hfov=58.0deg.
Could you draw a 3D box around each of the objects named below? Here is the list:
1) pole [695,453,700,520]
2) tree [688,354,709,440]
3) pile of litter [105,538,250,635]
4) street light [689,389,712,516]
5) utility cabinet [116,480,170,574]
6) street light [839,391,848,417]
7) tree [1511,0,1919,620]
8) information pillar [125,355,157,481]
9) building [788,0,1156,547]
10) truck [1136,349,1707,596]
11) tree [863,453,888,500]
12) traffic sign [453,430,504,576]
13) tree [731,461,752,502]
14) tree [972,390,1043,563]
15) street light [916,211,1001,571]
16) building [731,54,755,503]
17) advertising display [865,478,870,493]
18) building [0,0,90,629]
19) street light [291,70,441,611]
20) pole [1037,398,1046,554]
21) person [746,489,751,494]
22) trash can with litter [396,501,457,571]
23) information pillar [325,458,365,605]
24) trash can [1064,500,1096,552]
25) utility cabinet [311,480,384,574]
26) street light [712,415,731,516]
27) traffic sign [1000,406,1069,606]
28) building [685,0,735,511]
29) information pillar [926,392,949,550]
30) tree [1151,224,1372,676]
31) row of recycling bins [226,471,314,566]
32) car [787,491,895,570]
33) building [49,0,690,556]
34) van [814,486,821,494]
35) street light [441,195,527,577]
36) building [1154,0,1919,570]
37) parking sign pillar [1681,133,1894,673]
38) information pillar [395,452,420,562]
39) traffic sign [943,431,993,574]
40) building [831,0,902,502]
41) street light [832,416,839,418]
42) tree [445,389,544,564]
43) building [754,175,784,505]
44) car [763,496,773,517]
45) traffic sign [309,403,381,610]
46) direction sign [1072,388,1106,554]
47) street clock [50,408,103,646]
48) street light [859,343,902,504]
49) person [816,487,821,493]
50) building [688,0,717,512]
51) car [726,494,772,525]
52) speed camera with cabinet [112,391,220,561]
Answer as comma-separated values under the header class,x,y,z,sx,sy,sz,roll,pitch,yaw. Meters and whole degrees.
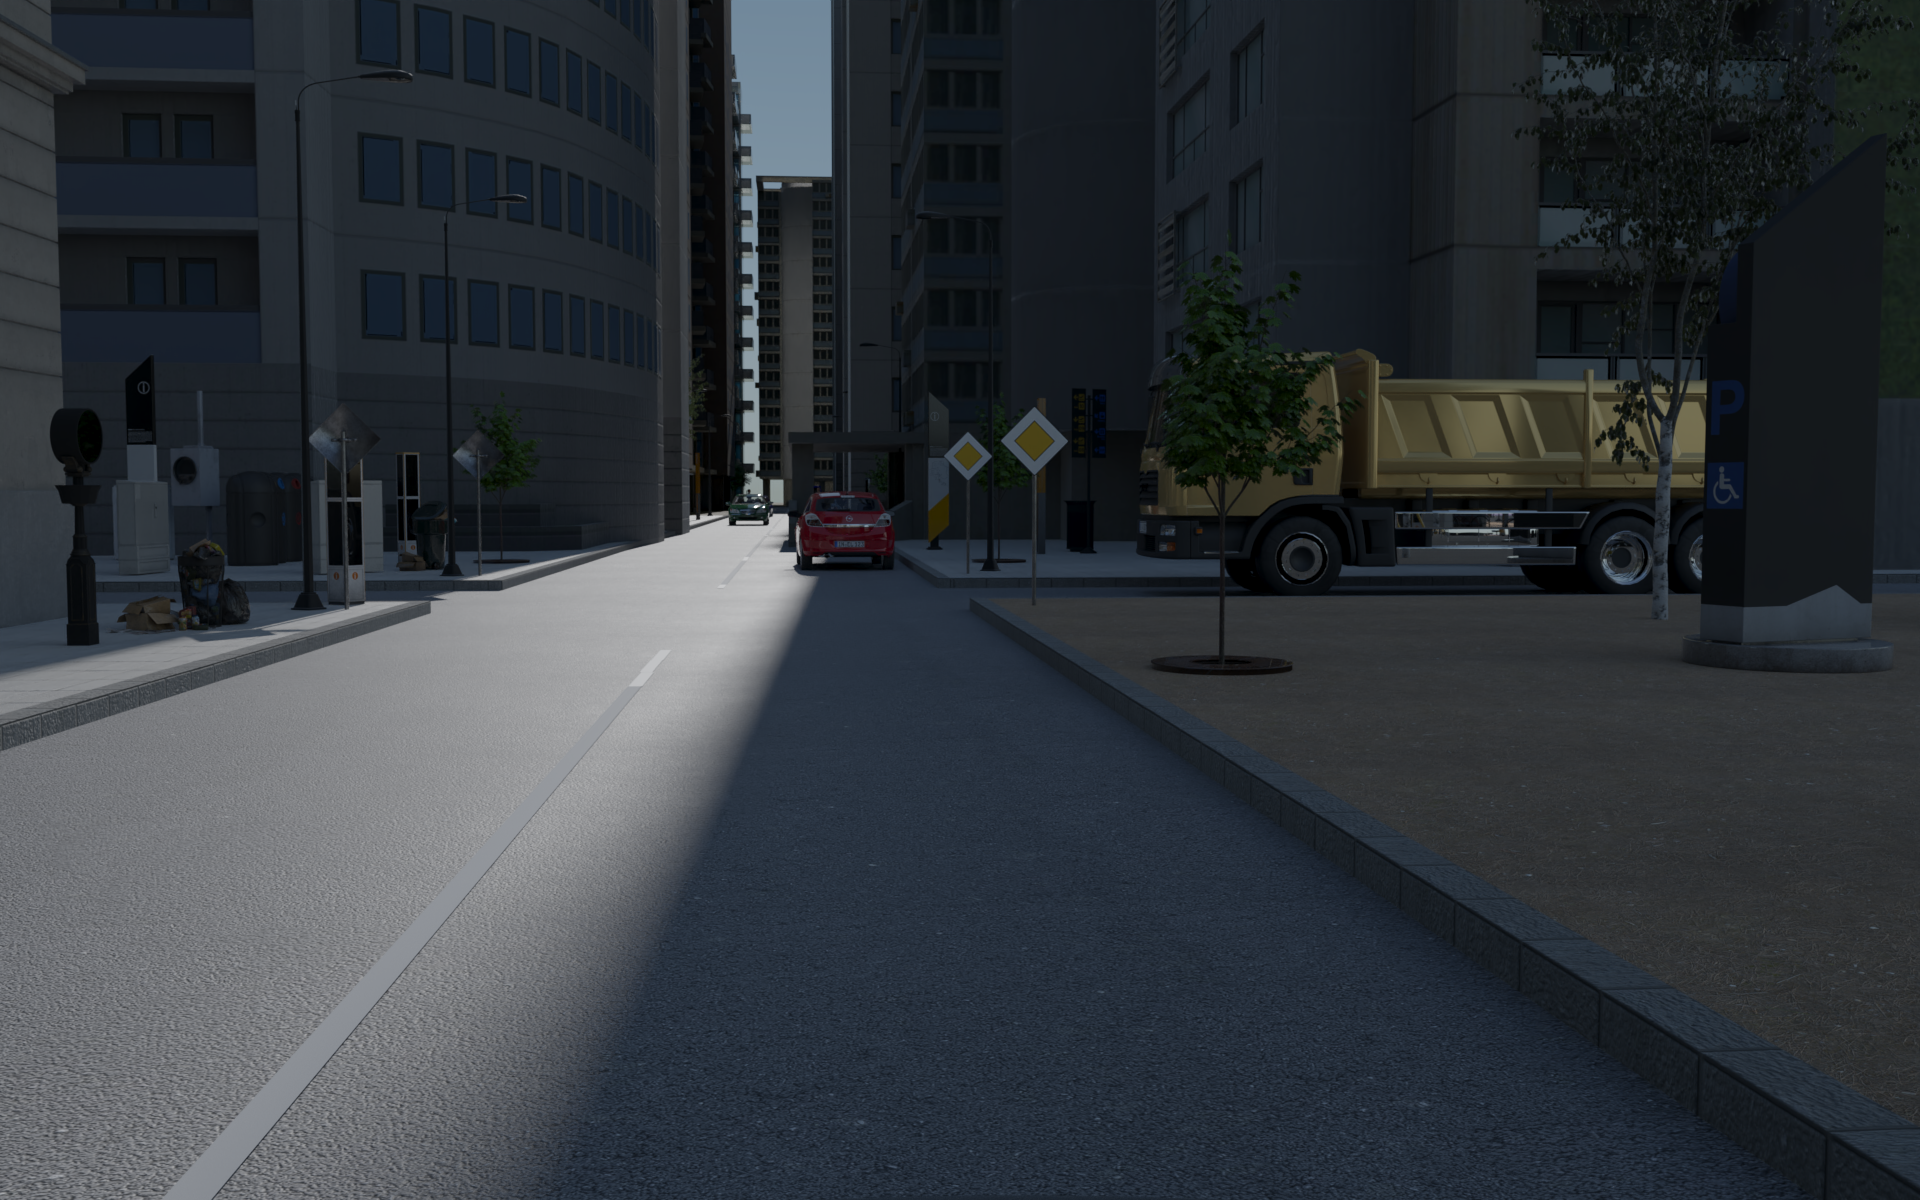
class,x,y,z,sx,sy,sz,roll,pitch,yaw
pole,-13.005,-5.631,85.913,0.158,3.312,0.155,0,3,0
tree,-12.737,-7.474,72.555,4.737,8.622,4.395,0,3,0
pile of litter,-7.554,-0.166,16.673,1.176,0.858,1.719,1,4,20
street light,-11.875,-6.362,76.559,1.470,5.913,1.316,0,4,-5
utility cabinet,-13.067,-1.167,27.752,0.318,1.500,1.173,0,4,-1
street light,-4.578,-6.448,77.967,1.470,5.913,1.316,0,4,-5
tree,7.400,-4.111,17.584,4.360,8.622,3.978,0,3,0
information pillar,-13.776,-2.315,29.202,0.504,3.616,0.183,0,4,4
building,10.782,-22.142,53.911,32.217,40.220,23.993,0,4,-5
truck,6.631,-1.752,24.565,9.791,3.379,3.469,0,4,-4
tree,-2.933,-4.660,70.795,1.663,3.219,1.824,0,3,0
traffic sign,-7.539,-1.438,27.150,0.795,2.450,0.064,0,4,-5
tree,-19.972,-10.263,151.507,4.285,4.588,4.351,0,3,0
tree,0.751,-2.309,32.360,1.663,3.219,1.824,0,3,0
street light,-0.032,-3.434,28.681,1.470,5.913,1.316,0,4,-5
building,-38.538,-35.171,194.650,30.456,49.044,23.786,0,4,-5
advertising display,-3.635,-3.855,68.251,0.123,1.923,0.974,0,4,1
building,-19.840,-13.639,10.383,23.554,28.519,14.401,0,4,-5
street light,-6.691,-2.847,19.093,1.470,5.913,1.316,0,4,-5
pole,1.730,-2.633,36.886,0.158,3.312,0.155,0,3,0
person,-12.535,-5.774,103.693,0.721,1.735,1.217,-1,4,-14
trash can with litter,-8.997,-1.086,29.148,0.624,1.170,1.055,1,4,15
information pillar,-7.131,-0.953,20.074,0.304,2.012,0.304,2,4,27
trash can,2.670,-1.641,38.476,0.748,1.137,0.748,0,3,0
utility cabinet,-9.900,-1.176,27.914,0.318,1.500,1.173,2,4,35
street light,-14.087,-7.870,101.208,1.470,5.913,1.316,0,4,-5
traffic sign,0.849,-0.993,19.871,0.795,2.450,0.064,0,4,-5
building,-25.110,-29.745,136.448,14.600,45.320,14.200,0,4,-5
information pillar,-0.507,-2.961,39.770,0.504,3.616,0.183,-1,4,-14
tree,1.864,-1.096,12.526,1.663,3.219,1.824,0,3,0
row of recycling bins,-12.884,-1.547,32.412,1.069,1.692,3.534,0,4,-6
car,-2.311,-1.537,34.168,2.155,1.783,4.494,0,4,-7
building,-19.285,-30.956,48.123,21.231,58.520,28.212,0,4,-5
van,-11.510,-7.799,131.892,2.240,2.365,5.245,0,4,-7
street light,-7.414,-3.330,26.979,1.470,5.913,1.316,0,4,-5
building,12.145,-21.473,34.686,14.086,41.232,14.154,0,4,-5
parking sign pillar,6.236,-1.499,12.974,1.447,3.967,1.447,-1,4,-22
information pillar,-9.781,-1.604,30.721,0.304,2.012,0.304,-3,5,-44
traffic sign,0.126,-1.479,27.824,0.795,2.450,0.064,0,4,-5
building,-1.661,-38.071,164.455,21.231,58.520,28.212,0,4,-5
street light,-6.874,-7.955,102.609,1.470,5.913,1.316,0,4,-5
tree,-8.473,-2.296,32.138,1.663,3.219,1.824,0,3,0
building,-11.650,-31.151,201.196,23.993,40.220,32.217,0,4,-5
car,-12.574,-5.831,107.919,1.945,1.354,3.894,0,4,-3
traffic sign,-6.816,-0.951,19.197,0.795,2.450,0.064,0,4,-5
direction sign,2.775,-2.771,37.305,0.876,3.537,0.379,-2,4,-30
street clock,-7.456,-0.618,14.668,0.358,2.002,0.471,0,4,-1
street light,-2.384,-4.940,53.317,1.470,5.913,1.316,0,4,-5
person,-7.863,-5.340,95.912,0.694,1.812,0.767,1,4,12
building,-27.796,-28.135,114.640,22.147,44.769,28.867,0,4,-5
car,-9.832,-4.222,80.820,2.131,1.459,4.920,0,4,-5
speed camera with cabinet,-15.284,-2.383,33.296,2.038,3.252,0.660,1,4,16
